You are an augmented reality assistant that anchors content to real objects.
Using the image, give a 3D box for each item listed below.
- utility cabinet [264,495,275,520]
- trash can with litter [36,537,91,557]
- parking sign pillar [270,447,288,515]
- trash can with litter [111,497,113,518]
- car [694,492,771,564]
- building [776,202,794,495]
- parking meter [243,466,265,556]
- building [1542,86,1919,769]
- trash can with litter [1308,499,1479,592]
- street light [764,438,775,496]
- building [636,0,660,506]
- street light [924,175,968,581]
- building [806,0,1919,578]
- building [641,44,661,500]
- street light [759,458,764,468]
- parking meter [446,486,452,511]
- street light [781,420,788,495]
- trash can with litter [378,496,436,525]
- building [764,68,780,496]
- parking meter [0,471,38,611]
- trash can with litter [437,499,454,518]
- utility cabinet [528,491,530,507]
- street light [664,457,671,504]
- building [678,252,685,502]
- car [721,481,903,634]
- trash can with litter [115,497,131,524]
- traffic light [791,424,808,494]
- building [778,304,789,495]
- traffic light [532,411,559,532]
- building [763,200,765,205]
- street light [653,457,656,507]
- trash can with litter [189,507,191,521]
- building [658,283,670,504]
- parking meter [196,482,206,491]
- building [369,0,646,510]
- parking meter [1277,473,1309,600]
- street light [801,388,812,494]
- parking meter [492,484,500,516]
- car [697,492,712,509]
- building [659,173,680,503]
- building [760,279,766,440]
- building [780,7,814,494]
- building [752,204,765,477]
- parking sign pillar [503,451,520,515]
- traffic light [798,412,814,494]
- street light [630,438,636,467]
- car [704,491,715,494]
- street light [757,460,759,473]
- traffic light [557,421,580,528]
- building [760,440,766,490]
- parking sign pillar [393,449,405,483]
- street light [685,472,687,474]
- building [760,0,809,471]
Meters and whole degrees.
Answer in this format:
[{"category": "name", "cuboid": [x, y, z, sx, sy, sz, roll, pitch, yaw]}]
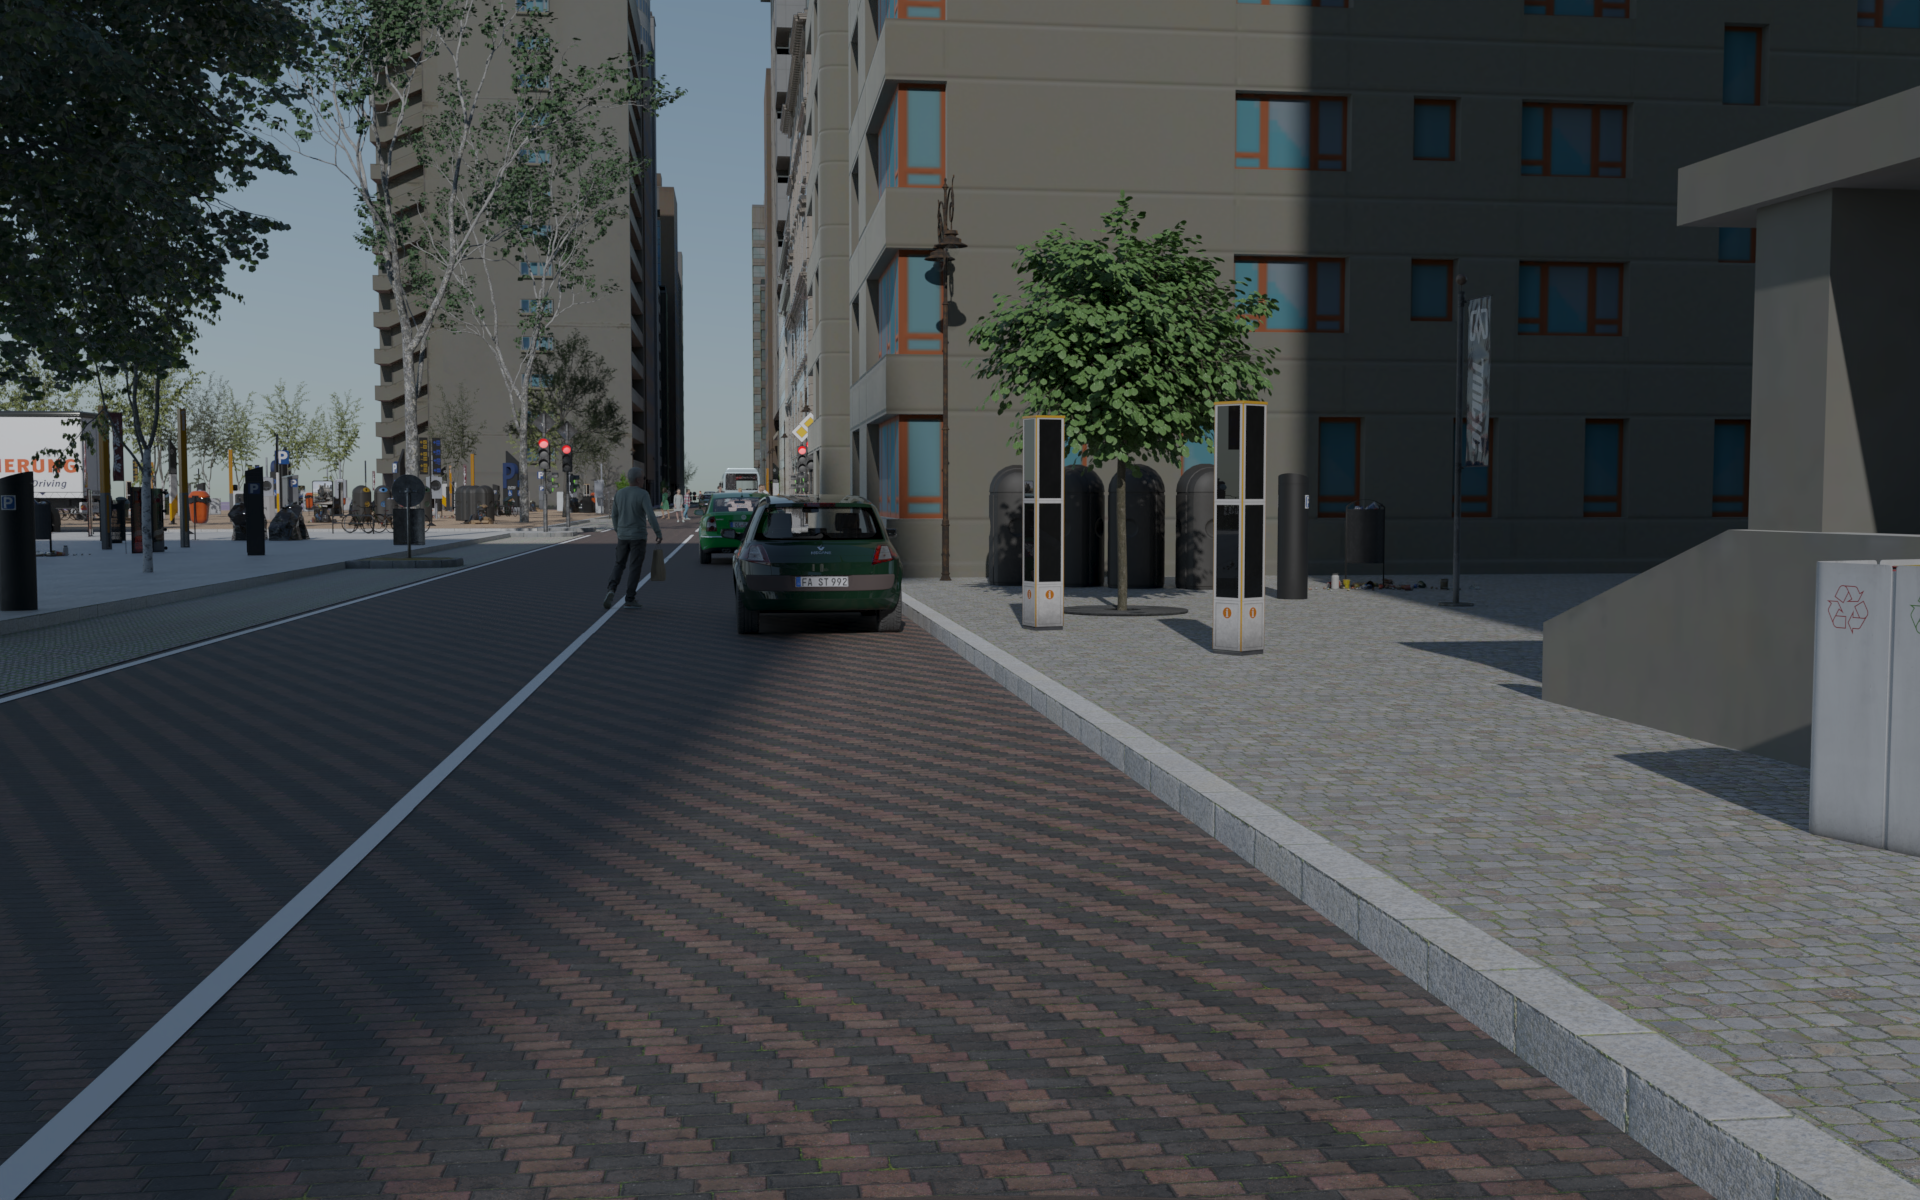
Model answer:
[{"category": "utility cabinet", "cuboid": [-34.765, -4.631, 86.882, 1.020, 1.237, 0.306, 3, 5, 40]}, {"category": "trash can with litter", "cuboid": [-19.362, -1.510, 35.749, 2.233, 1.210, 1.678, 0, 4, 0]}, {"category": "parking sign pillar", "cuboid": [-38.559, -6.702, 98.045, 1.447, 3.967, 1.447, 0, 4, 4]}, {"category": "trash can with litter", "cuboid": [-49.375, -5.386, 99.125, 1.678, 1.210, 2.233, 0, 4, 2]}, {"category": "car", "cuboid": [-4.693, -1.726, 37.022, 1.959, 1.807, 4.718, -1, 4, -9]}, {"category": "building", "cuboid": [-5.137, -16.674, 114.415, 13.314, 21.916, 24.055, 0, 4, -7]}, {"category": "parking meter", "cuboid": [-14.769, -1.866, 36.225, 0.399, 1.863, 0.255, -1, 4, -22]}, {"category": "building", "cuboid": [20.486, -19.136, 4.748, 32.217, 40.220, 23.993, 0, 4, -7]}, {"category": "trash can with litter", "cuboid": [5.863, -0.752, 23.357, 2.233, 1.210, 1.678, 1, 4, 13]}, {"category": "street light", "cuboid": [-16.439, -10.810, 149.533, 0.468, 5.910, 1.993, 0, 4, -7]}, {"category": "building", "cuboid": [-44.344, -39.601, 189.480, 21.231, 58.520, 28.212, 0, 4, -7]}, {"category": "street light", "cuboid": [-0.214, -3.224, 25.494, 0.468, 5.910, 1.993, 0, 4, -7]}, {"category": "building", "cuboid": [10.739, -12.039, 41.875, 27.650, 21.520, 28.899, 0, 4, -7]}, {"category": "building", "cuboid": [-37.437, -31.763, 169.431, 14.600, 45.320, 14.200, 0, 4, -7]}, {"category": "street light", "cuboid": [-20.704, -12.871, 183.224, 0.468, 5.910, 1.993, 0, 4, -7]}, {"category": "parking meter", "cuboid": [-39.129, -7.758, 132.549, 0.255, 1.863, 0.399, 1, 4, 21]}, {"category": "street light", "cuboid": [-10.937, -8.273, 108.054, 0.468, 5.910, 1.993, 0, 4, -7]}, {"category": "trash can with litter", "cuboid": [-23.308, -3.747, 72.324, 2.233, 1.210, 1.678, -2, 4, -32]}, {"category": "building", "cuboid": [-13.221, -32.424, 180.246, 14.600, 45.320, 14.200, 0, 4, -7]}, {"category": "parking meter", "cuboid": [-10.417, -0.655, 19.127, 0.372, 1.533, 0.369, 0, 3, 0]}, {"category": "trash can with litter", "cuboid": [-27.784, -5.039, 93.439, 1.678, 1.210, 2.233, 1, 4, 23]}, {"category": "utility cabinet", "cuboid": [-35.179, -7.986, 139.257, 1.173, 1.500, 0.318, 1, 4, 16]}, {"category": "street light", "cuboid": [-35.898, -14.581, 211.184, 0.468, 5.910, 1.993, 0, 4, -7]}, {"category": "building", "cuboid": [-52.463, -36.673, 283.196, 14.154, 41.232, 14.086, 0, 4, -7]}, {"category": "car", "cuboid": [-1.640, -0.576, 19.205, 2.009, 1.686, 4.222, 0, 4, -8]}, {"category": "trash can with litter", "cuboid": [-36.337, -3.919, 75.467, 1.055, 1.170, 0.624, 3, 5, 41]}, {"category": "traffic light", "cuboid": [-6.175, -4.806, 67.491, 0.839, 4.253, 0.868, 0, 4, -7]}, {"category": "building", "cuboid": [-8.635, -17.116, 134.602, 10.420, 20.320, 16.860, 0, 4, -7]}, {"category": "traffic light", "cuboid": [-13.985, -4.250, 58.416, 0.839, 4.253, 0.868, 0, 4, -7]}, {"category": "building", "cuboid": [-20.614, -39.838, 270.966, 23.786, 49.044, 30.456, 0, 4, -7]}, {"category": "street light", "cuboid": [-31.290, -12.463, 176.564, 0.468, 5.910, 1.993, 0, 4, -7]}, {"category": "trash can with litter", "cuboid": [-36.640, -4.362, 82.702, 1.055, 1.170, 0.624, -1, 4, -11]}, {"category": "building", "cuboid": [-46.077, -28.024, 229.890, 14.160, 30.474, 14.107, 0, 4, -7]}, {"category": "parking meter", "cuboid": [-38.107, -4.972, 87.005, 0.399, 1.863, 0.255, 1, 4, 13]}, {"category": "building", "cuboid": [-38.898, -32.214, 150.408, 21.300, 48.544, 21.600, 0, 4, -7]}, {"category": "parking meter", "cuboid": [4.072, -0.781, 21.185, 0.372, 1.533, 0.369, 0, 3, 0]}, {"category": "street light", "cuboid": [-6.561, -6.188, 73.969, 0.468, 5.910, 1.993, 0, 4, -7]}, {"category": "parking meter", "cuboid": [-27.564, -5.951, 103.002, 0.399, 1.863, 0.255, 1, 4, 16]}, {"category": "car", "cuboid": [-24.156, -9.542, 165.793, 2.009, 1.686, 4.222, -1, 4, -9]}, {"category": "building", "cuboid": [-46.943, -36.363, 244.649, 14.600, 45.320, 14.200, 0, 4, -7]}, {"category": "building", "cuboid": [-19.861, -28.249, 233.565, 14.160, 30.474, 14.107, 0, 4, -7]}, {"category": "building", "cuboid": [-2.734, -17.893, 89.821, 12.463, 27.353, 25.104, 0, 4, -7]}, {"category": "building", "cuboid": [-22.514, -34.464, 247.082, 14.154, 41.232, 14.086, 0, 4, -7]}, {"category": "parking sign pillar", "cuboid": [-27.785, -7.280, 107.504, 1.447, 3.967, 1.447, 2, 4, 34]}, {"category": "traffic light", "cuboid": [-5.149, -4.321, 59.572, 0.839, 4.253, 0.868, 0, 4, -7]}, {"category": "street light", "cuboid": [-26.976, -10.403, 142.879, 0.468, 5.910, 1.993, 0, 4, -7]}, {"category": "car", "cuboid": [-33.280, -13.570, 230.545, 2.281, 1.827, 5.304, 0, 4, -8]}, {"category": "street light", "cuboid": [-25.075, -14.960, 217.381, 0.468, 5.910, 1.993, 0, 4, -7]}, {"category": "traffic light", "cuboid": [-15.010, -4.735, 66.335, 0.839, 4.253, 0.868, 0, 4, -7]}, {"category": "building", "cuboid": [-12.118, -54.386, 201.876, 22.319, 86.520, 31.000, 0, 4, -7]}, {"category": "parking sign pillar", "cuboid": [-33.131, -6.964, 102.332, 1.447, 3.967, 1.447, 0, 4, -5]}, {"category": "street light", "cuboid": [-46.458, -19.624, 293.638, 0.468, 5.910, 1.993, 0, 4, -7]}, {"category": "building", "cuboid": [-3.659, -34.924, 160.240, 28.713, 52.752, 27.495, 0, 4, -7]}]
